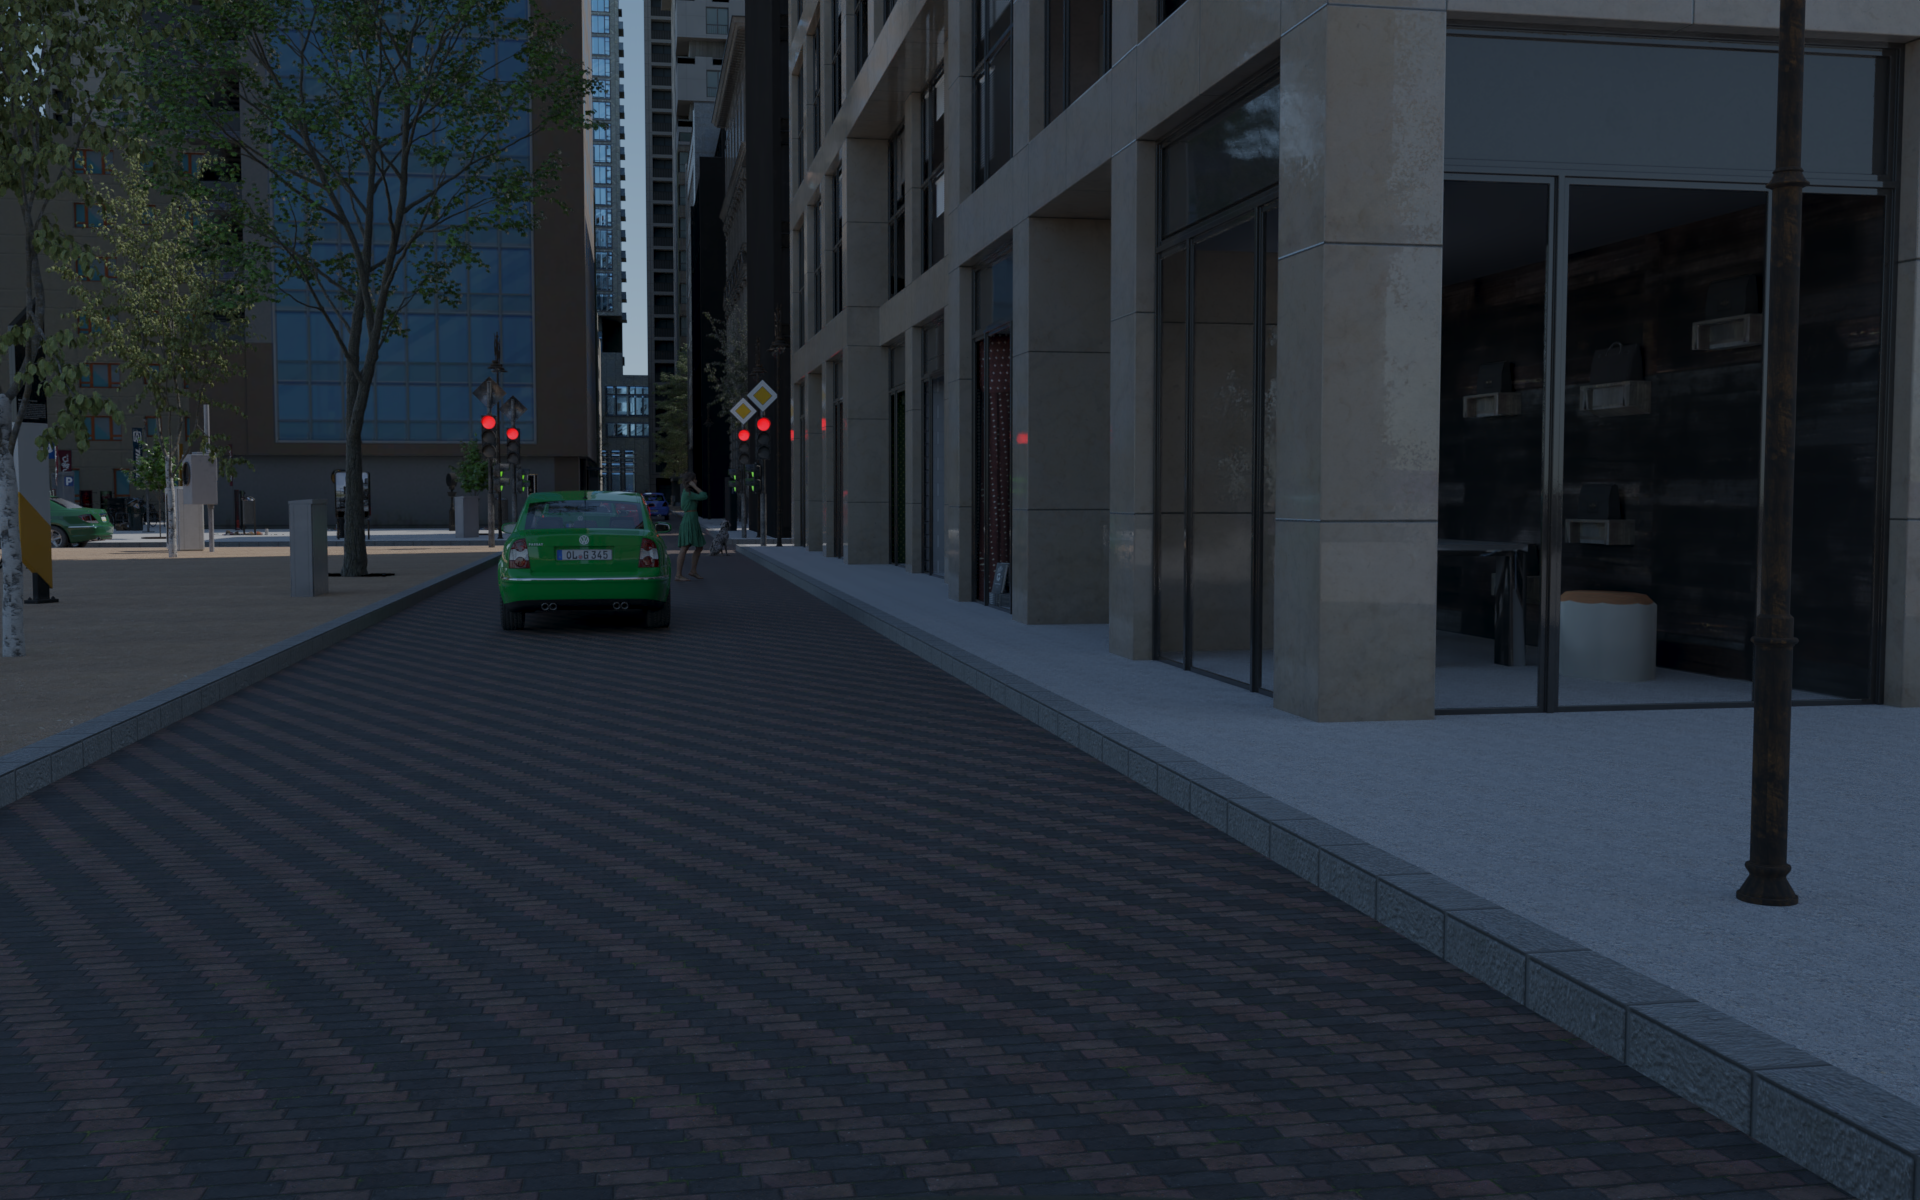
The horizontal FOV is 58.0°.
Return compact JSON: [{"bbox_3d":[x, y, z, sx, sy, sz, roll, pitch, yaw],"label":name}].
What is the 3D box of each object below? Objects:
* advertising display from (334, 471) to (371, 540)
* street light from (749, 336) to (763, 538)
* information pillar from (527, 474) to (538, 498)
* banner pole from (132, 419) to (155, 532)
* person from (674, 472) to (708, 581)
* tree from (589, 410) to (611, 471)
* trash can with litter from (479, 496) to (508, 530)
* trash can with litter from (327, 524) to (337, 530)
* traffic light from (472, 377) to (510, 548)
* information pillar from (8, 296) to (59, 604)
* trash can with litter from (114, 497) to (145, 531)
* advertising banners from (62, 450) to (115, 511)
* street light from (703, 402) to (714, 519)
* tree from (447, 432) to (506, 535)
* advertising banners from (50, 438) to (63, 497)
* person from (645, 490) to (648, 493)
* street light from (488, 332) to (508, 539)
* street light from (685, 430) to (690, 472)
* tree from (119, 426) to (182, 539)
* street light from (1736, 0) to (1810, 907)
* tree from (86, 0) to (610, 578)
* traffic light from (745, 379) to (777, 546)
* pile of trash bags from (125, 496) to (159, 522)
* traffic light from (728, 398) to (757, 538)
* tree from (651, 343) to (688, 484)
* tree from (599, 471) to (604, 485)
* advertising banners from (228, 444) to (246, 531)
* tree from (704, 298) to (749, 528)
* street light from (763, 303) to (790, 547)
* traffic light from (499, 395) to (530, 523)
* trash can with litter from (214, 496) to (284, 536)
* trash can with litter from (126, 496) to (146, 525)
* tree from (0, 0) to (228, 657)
[{"bbox_3d":[-17.064,-2.658,48.679,0.974,1.923,0.123,0,4,0],"label":"advertising display"},{"bbox_3d":[-5.931,-4.779,50.924,0.468,5.910,1.993,-1,4,-10],"label":"street light"},{"bbox_3d":[-15.800,-3.641,64.027,0.304,2.012,0.304,0,4,6],"label":"information pillar"},{"bbox_3d":[-27.252,-4.139,57.693,0.401,3.779,0.863,1,4,14],"label":"banner pole"},{"bbox_3d":[-4.475,-1.214,28.594,0.529,1.795,0.600,-2,4,-25],"label":"person"},{"bbox_3d":[-26.010,-10.262,118.148,4.360,8.622,3.978,0,3,0],"label":"tree"},{"bbox_3d":[-16.886,-3.127,62.183,2.233,1.210,1.678,-1,4,-11],"label":"trash can with litter"},{"bbox_3d":[-22.264,-3.124,62.138,1.678,1.210,2.233,-1,4,-9],"label":"trash can with litter"},{"bbox_3d":[-11.216,-3.211,41.428,0.839,4.253,0.868,-1,4,-10],"label":"traffic light"},{"bbox_3d":[-10.820,-1.763,20.178,0.183,3.616,0.504,1,4,14],"label":"information pillar"},{"bbox_3d":[-28.972,-2.994,60.332,1.055,1.170,0.624,0,4,4],"label":"trash can with litter"},{"bbox_3d":[-34.885,-4.463,69.162,2.074,3.025,0.090,-3,5,-43],"label":"advertising banners"},{"bbox_3d":[-12.665,-7.005,87.325,0.468,5.910,1.993,-1,4,-10],"label":"street light"},{"bbox_3d":[-15.084,-3.627,53.907,1.663,3.219,1.824,0,3,0],"label":"tree"},{"bbox_3d":[-28.437,-3.557,54.353,0.090,3.025,2.074,-2,4,-34],"label":"advertising banners"},{"bbox_3d":[-27.766,-8.865,153.435,0.705,1.826,1.348,2,4,24],"label":"person"},{"bbox_3d":[-13.169,-4.688,49.437,0.468,5.910,1.993,-1,4,-10],"label":"street light"},{"bbox_3d":[-19.487,-9.255,124.106,0.468,5.910,1.993,-1,4,-10],"label":"street light"},{"bbox_3d":[-23.044,-3.378,49.836,1.663,3.219,1.824,0,3,0],"label":"tree"},{"bbox_3d":[2.551,-1.988,5.294,0.468,5.910,1.993,-1,4,-10],"label":"street light"},{"bbox_3d":[-9.261,-6.173,26.685,9.928,11.665,9.643,0,3,0],"label":"tree"},{"bbox_3d":[-4.866,-3.284,42.619,0.839,4.253,0.868,-1,4,-10],"label":"traffic light"},{"bbox_3d":[-37.580,-4.302,80.097,3.447,1.369,1.912,-3,4,-37],"label":"pile of trash bags"},{"bbox_3d":[-6.323,-3.765,50.470,0.839,4.253,0.868,-1,4,-10],"label":"traffic light"},{"bbox_3d":[-19.443,-12.951,129.879,7.486,12.596,7.792,0,3,0],"label":"tree"},{"bbox_3d":[-36.412,-11.313,168.687,4.285,4.588,4.351,0,3,0],"label":"tree"},{"bbox_3d":[-25.519,-3.970,61.103,0.090,3.025,2.074,-1,4,-9],"label":"advertising banners"},{"bbox_3d":[-7.812,-7.019,65.123,4.360,8.622,3.978,0,3,0],"label":"tree"},{"bbox_3d":[-4.411,-4.240,42.116,0.468,5.910,1.993,-1,4,-10],"label":"street light"},{"bbox_3d":[-12.673,-3.692,49.280,0.839,4.253,0.868,-1,4,-10],"label":"traffic light"},{"bbox_3d":[-22.426,-2.639,54.212,2.233,1.210,1.678,2,4,29],"label":"trash can with litter"},{"bbox_3d":[-34.827,-3.726,71.984,1.678,1.210,2.233,3,5,41],"label":"trash can with litter"},{"bbox_3d":[-7.557,-3.844,13.219,4.737,8.622,4.395,0,3,0],"label":"tree"}]
